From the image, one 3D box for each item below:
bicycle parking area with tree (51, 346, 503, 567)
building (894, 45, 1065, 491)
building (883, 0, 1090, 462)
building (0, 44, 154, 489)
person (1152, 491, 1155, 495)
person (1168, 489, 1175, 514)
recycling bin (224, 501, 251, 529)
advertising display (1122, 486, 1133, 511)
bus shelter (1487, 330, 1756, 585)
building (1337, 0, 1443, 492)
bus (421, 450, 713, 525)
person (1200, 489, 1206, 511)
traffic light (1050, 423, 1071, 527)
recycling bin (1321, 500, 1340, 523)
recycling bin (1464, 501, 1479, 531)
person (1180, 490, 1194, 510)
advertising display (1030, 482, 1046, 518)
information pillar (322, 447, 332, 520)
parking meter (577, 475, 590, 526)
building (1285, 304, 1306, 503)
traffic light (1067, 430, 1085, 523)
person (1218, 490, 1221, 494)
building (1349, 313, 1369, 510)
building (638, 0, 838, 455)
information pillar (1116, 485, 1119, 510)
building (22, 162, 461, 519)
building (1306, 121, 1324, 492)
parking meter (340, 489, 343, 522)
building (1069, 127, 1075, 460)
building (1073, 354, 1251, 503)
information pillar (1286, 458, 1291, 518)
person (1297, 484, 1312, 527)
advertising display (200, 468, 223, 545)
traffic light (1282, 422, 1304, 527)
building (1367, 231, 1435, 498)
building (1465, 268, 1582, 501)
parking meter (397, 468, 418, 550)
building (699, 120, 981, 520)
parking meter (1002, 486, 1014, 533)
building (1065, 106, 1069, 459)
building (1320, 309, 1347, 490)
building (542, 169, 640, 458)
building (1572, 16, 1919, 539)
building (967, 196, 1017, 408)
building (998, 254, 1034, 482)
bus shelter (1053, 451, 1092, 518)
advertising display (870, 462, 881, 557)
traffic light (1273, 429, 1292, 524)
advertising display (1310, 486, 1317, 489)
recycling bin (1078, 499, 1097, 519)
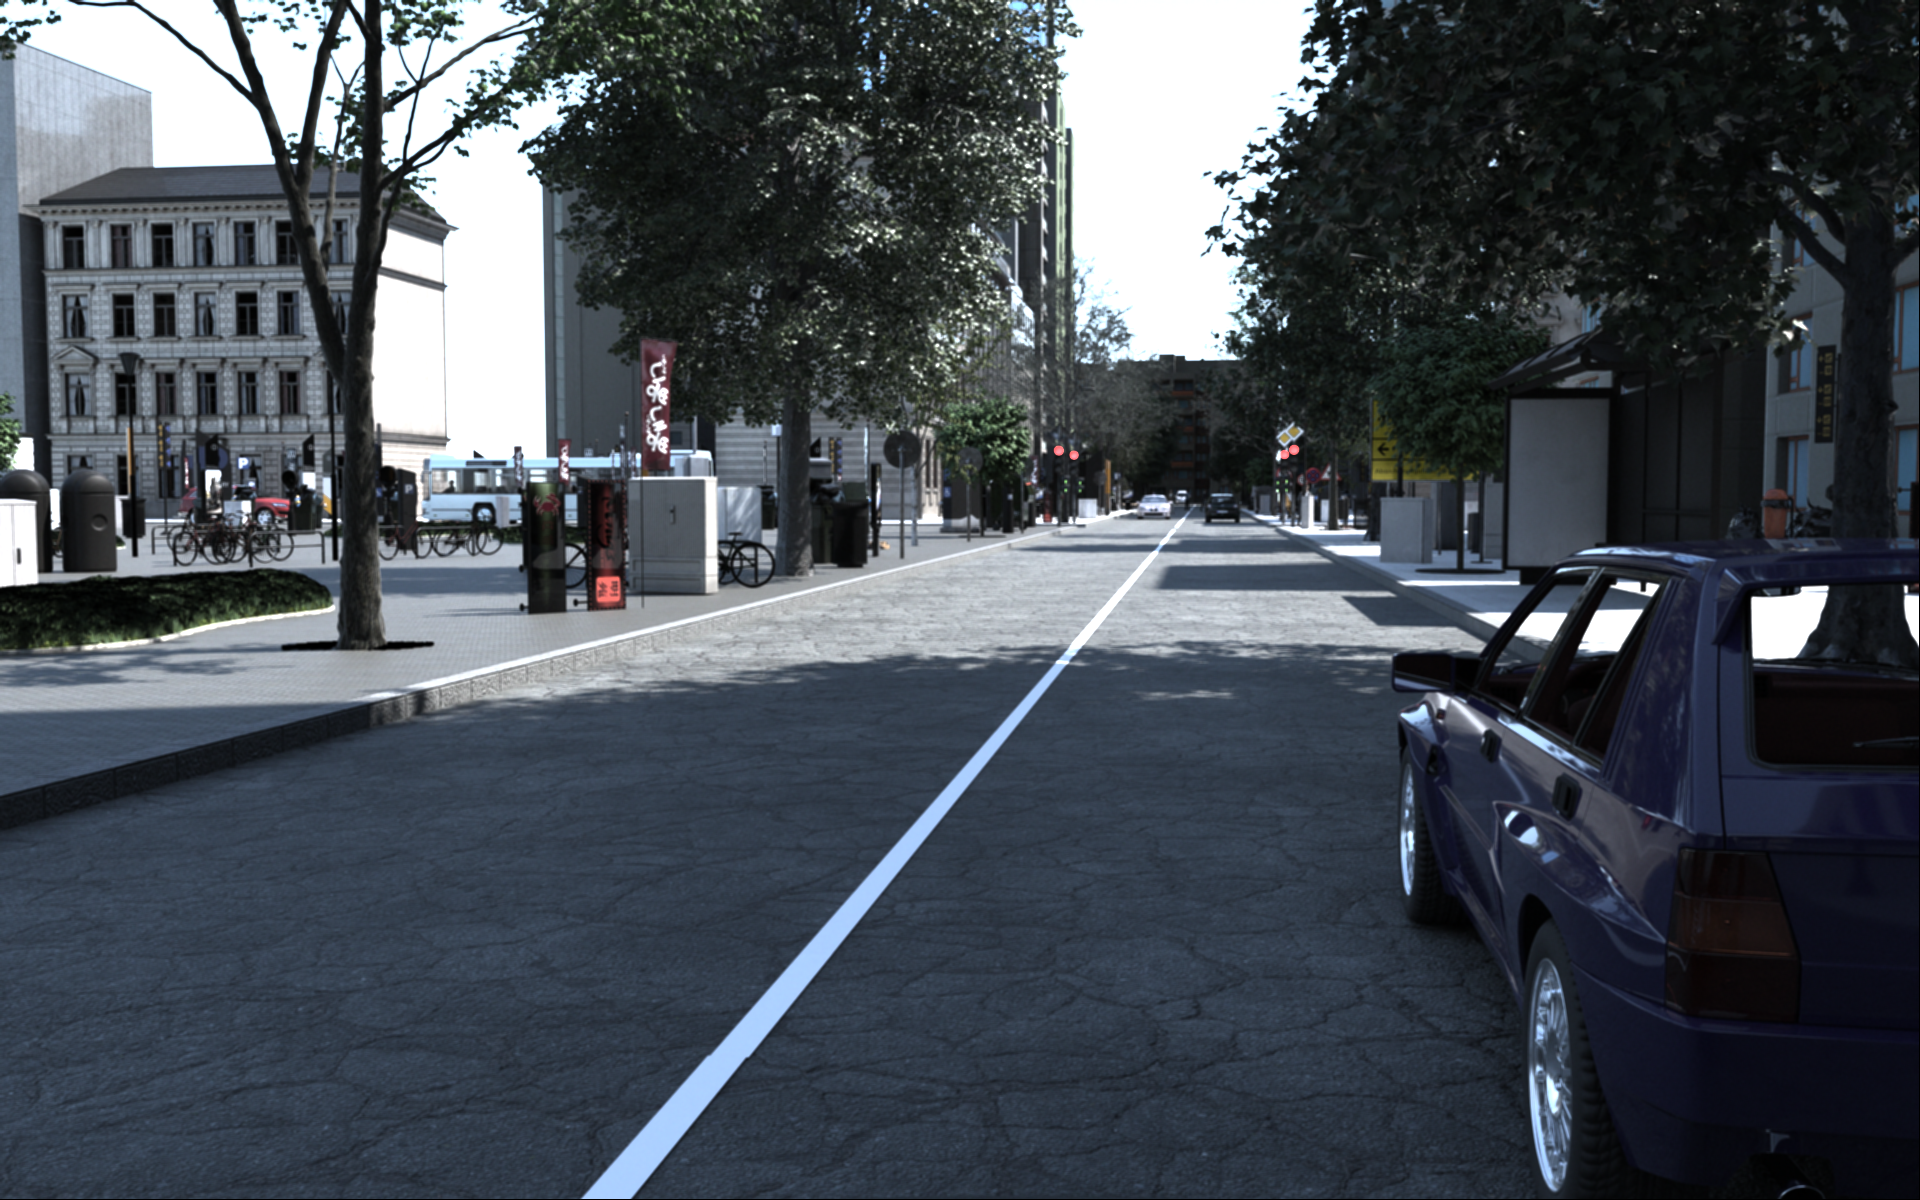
[{"bbox_3d":[-14.352,-2.898,34.384,8.231,4.147,9.016,3,4,36],"label":"bicycle parking area with tree"},{"bbox_3d":[1.740,-29.138,159.995,14.154,41.232,14.086,0,4,8],"label":"building"},{"bbox_3d":[-0.469,-54.783,208.369,31.000,86.520,22.319,0,4,8],"label":"building"},{"bbox_3d":[-57.989,-17.103,97.650,19.932,24.808,12.078,0,4,8],"label":"building"},{"bbox_3d":[25.778,-13.669,231.858,0.599,1.838,0.709,-1,4,-18],"label":"person"},{"bbox_3d":[15.017,-6.986,123.273,0.519,1.759,0.362,1,4,16],"label":"person"},{"bbox_3d":[-26.985,-3.189,64.700,0.722,1.027,0.722,0,4,3],"label":"recycling bin"},{"bbox_3d":[12.975,-7.887,134.172,0.974,1.923,0.123,-1,4,-22],"label":"advertising display"},{"bbox_3d":[8.112,-1.711,21.905,2.014,3.302,5.546,1,4,8],"label":"bus shelter"},{"bbox_3d":[47.335,-33.190,162.259,23.786,49.044,30.456,0,4,8],"label":"building"},{"bbox_3d":[-17.445,-4.902,75.012,13.247,3.499,2.948,1,4,10],"label":"bus"},{"bbox_3d":[20.128,-8.212,142.539,0.755,1.850,0.659,0,4,8],"label":"person"},{"bbox_3d":[3.924,-4.842,68.081,0.839,4.253,0.868,0,4,8],"label":"traffic light"},{"bbox_3d":[16.237,-3.874,75.896,0.722,1.027,0.722,1,4,21],"label":"recycling bin"},{"bbox_3d":[17.994,-2.966,61.045,0.722,1.027,0.722,-1,4,-9],"label":"recycling bin"},{"bbox_3d":[20.277,-8.942,154.691,1.348,1.826,0.705,-1,4,-17],"label":"person"},{"bbox_3d":[4.173,-5.432,94.022,0.974,1.923,0.123,1,4,9],"label":"advertising display"},{"bbox_3d":[-31.620,-5.831,86.694,0.504,3.616,0.183,0,4,-2],"label":"information pillar"},{"bbox_3d":[-11.608,-2.921,53.467,0.399,1.863,0.255,3,4,36],"label":"parking meter"},{"bbox_3d":[59.788,-36.251,247.326,28.867,44.769,22.147,0,4,8],"label":"building"},{"bbox_3d":[5.039,-5.325,75.988,0.839,4.253,0.868,0,4,8],"label":"traffic light"},{"bbox_3d":[24.462,-9.458,163.152,0.705,1.823,1.348,1,4,19],"label":"person"},{"bbox_3d":[37.938,-19.521,137.195,12.078,24.808,19.932,0,4,8],"label":"building"},{"bbox_3d":[-26.469,-47.380,212.907,20.611,71.187,20.563,0,4,8],"label":"building"},{"bbox_3d":[12.599,-8.159,137.891,0.304,2.012,0.304,0,4,1],"label":"information pillar"},{"bbox_3d":[-38.456,-14.048,94.305,19.286,19.102,10.561,0,4,8],"label":"building"},{"bbox_3d":[51.980,-35.407,202.602,21.300,48.544,21.600,0,4,8],"label":"building"},{"bbox_3d":[-28.652,-4.417,80.624,0.372,1.533,0.369,0,3,0],"label":"parking meter"},{"bbox_3d":[4.940,-30.891,188.658,14.154,41.232,14.086,0,4,8],"label":"building"},{"bbox_3d":[31.322,-25.070,254.926,28.899,21.520,27.650,0,4,8],"label":"building"},{"bbox_3d":[17.839,-6.273,93.923,0.183,3.616,0.504,-1,4,-15],"label":"information pillar"},{"bbox_3d":[14.093,-3.810,70.764,0.622,1.834,0.822,0,4,-7],"label":"person"},{"bbox_3d":[-18.667,-2.326,43.242,0.123,1.923,0.974,0,4,0],"label":"advertising display"},{"bbox_3d":[12.849,-4.766,66.842,0.839,4.253,0.868,0,4,8],"label":"traffic light"},{"bbox_3d":[35.236,-20.267,117.271,13.634,28.700,20.117,0,4,8],"label":"building"},{"bbox_3d":[35.278,-15.165,84.108,21.152,22.565,11.583,0,4,8],"label":"building"},{"bbox_3d":[-12.658,-2.079,39.697,0.399,1.863,0.255,-3,4,-38],"label":"parking meter"},{"bbox_3d":[-5.936,-15.861,95.487,11.583,22.565,21.152,0,4,8],"label":"building"},{"bbox_3d":[1.579,-2.960,56.808,0.372,1.533,0.369,0,3,0],"label":"parking meter"},{"bbox_3d":[3.048,-30.001,174.114,14.154,41.232,14.086,0,4,8],"label":"building"},{"bbox_3d":[46.389,-32.740,185.410,14.600,45.320,14.200,0,4,8],"label":"building"},{"bbox_3d":[-43.651,-32.783,219.595,14.086,41.232,14.154,0,4,8],"label":"building"},{"bbox_3d":[32.105,-12.002,41.264,27.650,21.520,28.899,0,4,8],"label":"building"},{"bbox_3d":[-4.042,-16.915,118.358,13.314,21.916,24.055,0,4,8],"label":"building"},{"bbox_3d":[-0.084,-17.353,138.471,10.420,20.320,16.860,0,4,8],"label":"building"},{"bbox_3d":[6.294,-6.436,96.514,1.731,3.624,6.357,0,4,8],"label":"bus shelter"},{"bbox_3d":[-1.733,-1.867,35.739,0.123,1.923,0.974,0,4,3],"label":"advertising display"},{"bbox_3d":[13.965,-5.249,74.749,0.839,4.253,0.868,0,4,8],"label":"traffic light"},{"bbox_3d":[27.165,-7.814,132.969,0.123,1.923,0.974,3,4,37],"label":"advertising display"},{"bbox_3d":[6.601,-4.712,89.593,0.722,1.027,0.722,-2,4,-31],"label":"recycling bin"}]
